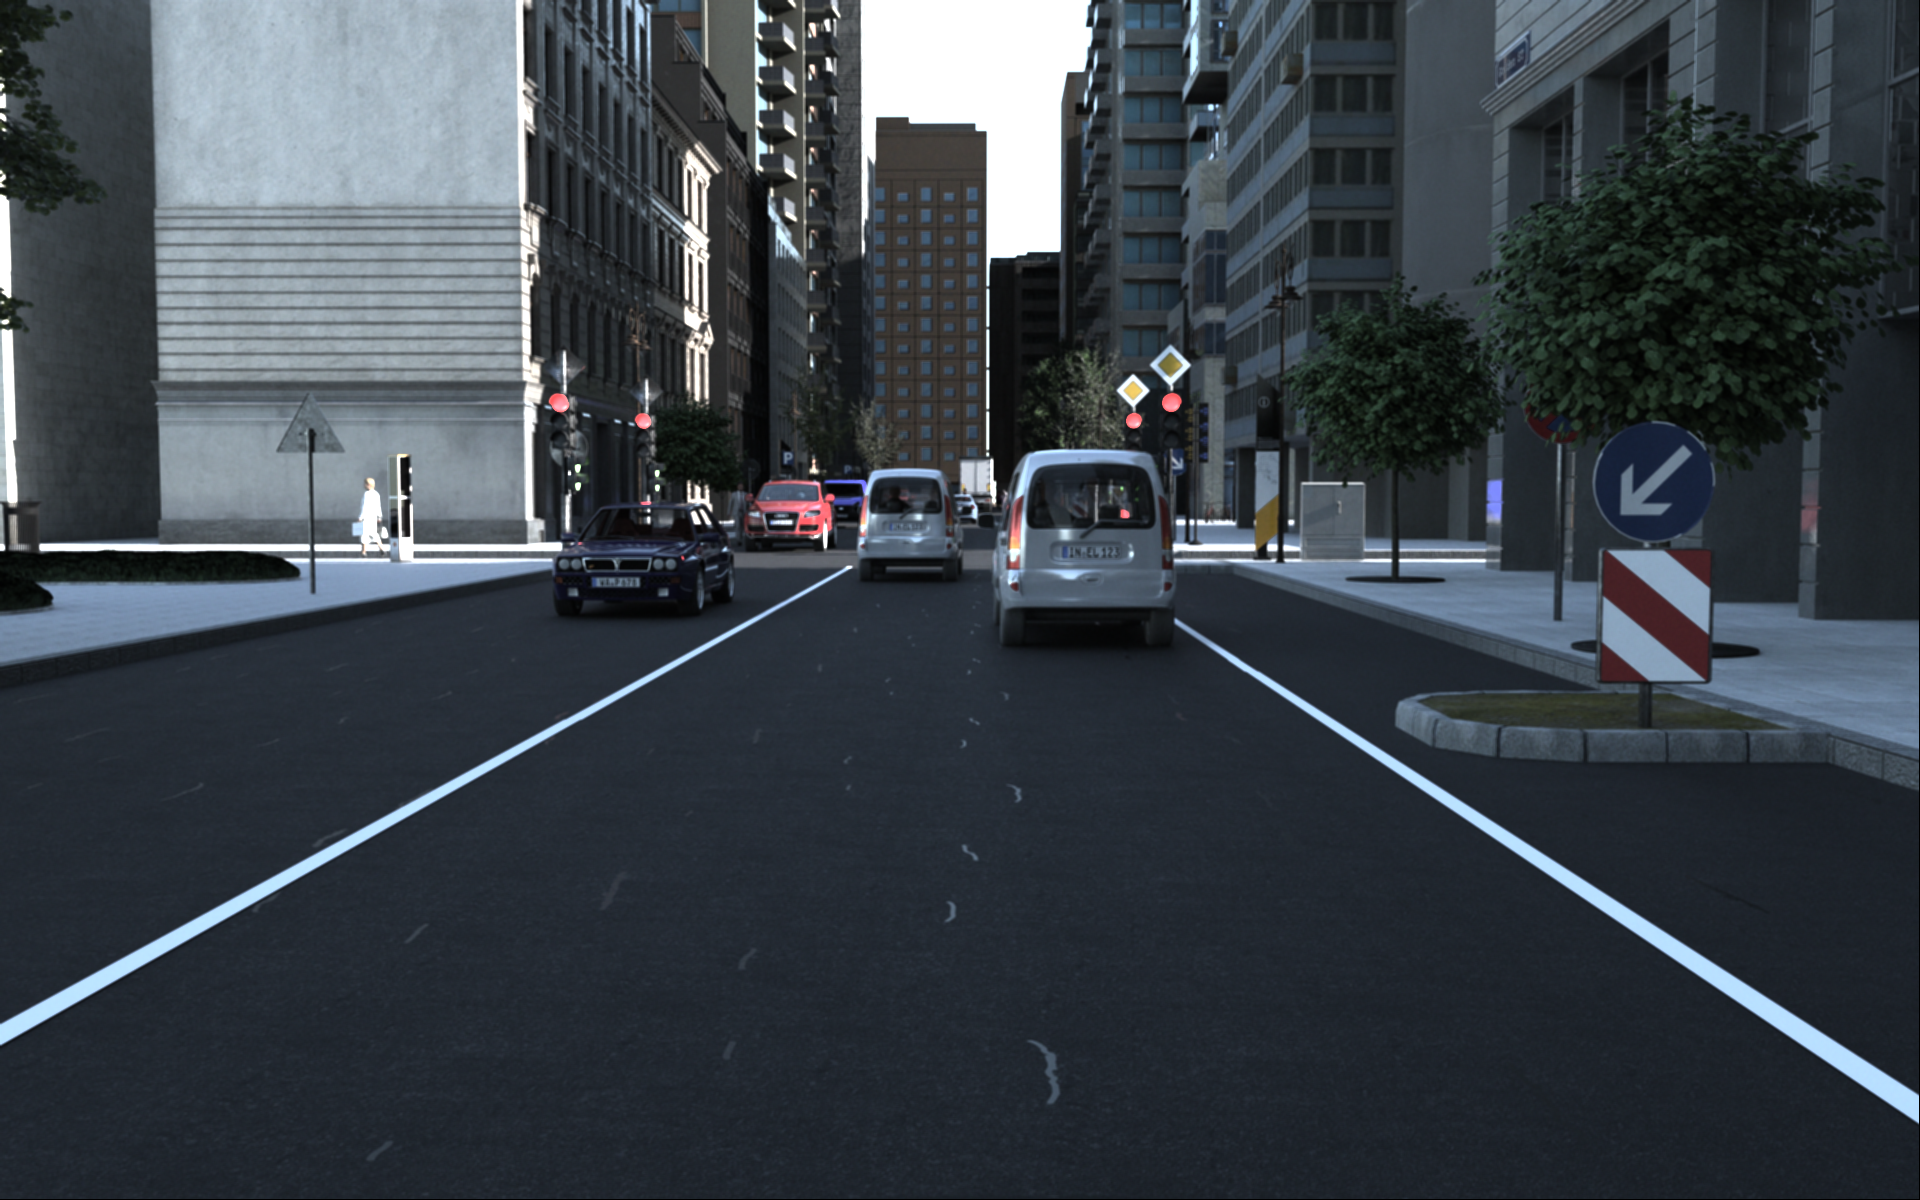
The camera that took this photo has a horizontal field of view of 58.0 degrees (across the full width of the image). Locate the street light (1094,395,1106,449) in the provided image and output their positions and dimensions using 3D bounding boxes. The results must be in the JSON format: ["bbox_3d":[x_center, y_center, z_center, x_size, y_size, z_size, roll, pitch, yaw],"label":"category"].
[{"bbox_3d":[6.518,-6.597,80.646,0.468,5.910,1.993,0,4,1],"label":"street light"}]

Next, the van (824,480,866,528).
[{"bbox_3d":[-4.999,-4.315,74.933,2.240,2.365,5.245,0,4,-1],"label":"van"}]

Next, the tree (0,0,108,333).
[{"bbox_3d":[-9.699,-5.700,11.329,7.486,12.596,7.792,0,3,0],"label":"tree"}]

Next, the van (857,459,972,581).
[{"bbox_3d":[-0.809,-1.401,29.922,2.013,2.044,4.112,0,4,2],"label":"van"}]

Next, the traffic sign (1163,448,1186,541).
[{"bbox_3d":[5.867,-2.885,47.278,0.768,2.556,0.104,0,4,2],"label":"traffic sign"}]

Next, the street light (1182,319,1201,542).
[{"bbox_3d":[6.032,-4.464,45.776,0.468,5.910,1.993,0,4,1],"label":"street light"}]

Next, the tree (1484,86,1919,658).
[{"bbox_3d":[5.860,-1.856,14.067,4.285,4.588,4.351,0,3,0],"label":"tree"}]

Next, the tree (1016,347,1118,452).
[{"bbox_3d":[7.522,-12.005,122.030,9.928,11.665,9.643,0,3,0],"label":"tree"}]

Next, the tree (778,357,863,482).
[{"bbox_3d":[-7.647,-8.741,93.274,4.737,8.622,4.395,0,3,0],"label":"tree"}]

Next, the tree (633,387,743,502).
[{"bbox_3d":[-8.364,-4.262,53.399,4.285,4.588,4.351,0,3,0],"label":"tree"}]

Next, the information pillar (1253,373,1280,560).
[{"bbox_3d":[5.965,-2.583,33.592,0.504,3.616,0.183,0,4,7],"label":"information pillar"}]

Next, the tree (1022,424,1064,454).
[{"bbox_3d":[7.848,-12.992,162.782,4.737,8.622,4.395,0,3,0],"label":"tree"}]

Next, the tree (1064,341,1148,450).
[{"bbox_3d":[6.838,-8.205,84.513,4.360,8.622,3.978,0,3,0],"label":"tree"}]

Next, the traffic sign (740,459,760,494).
[{"bbox_3d":[-7.651,-3.845,62.980,0.768,2.556,0.104,1,4,10],"label":"traffic sign"}]

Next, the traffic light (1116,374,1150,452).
[{"bbox_3d":[4.018,-3.156,40.527,0.839,4.253,0.868,0,4,1],"label":"traffic light"}]

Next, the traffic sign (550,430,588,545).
[{"bbox_3d":[-7.577,-2.044,33.526,0.768,2.556,0.104,0,4,8],"label":"traffic sign"}]

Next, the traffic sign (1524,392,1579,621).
[{"bbox_3d":[6.062,-1.063,17.487,0.768,2.556,0.104,0,4,8],"label":"traffic sign"}]

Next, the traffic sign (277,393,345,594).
[{"bbox_3d":[-8.334,-1.360,22.232,0.884,2.594,0.081,0,4,2],"label":"traffic sign"}]

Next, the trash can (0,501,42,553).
[{"bbox_3d":[-18.103,-1.331,33.414,0.748,1.137,0.748,0,3,0],"label":"trash can"}]

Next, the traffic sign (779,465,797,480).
[{"bbox_3d":[-7.304,-4.498,73.649,0.768,2.556,0.104,0,4,6],"label":"traffic sign"}]

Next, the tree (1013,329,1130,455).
[{"bbox_3d":[6.438,-10.023,98.291,7.601,10.594,8.767,0,4,7],"label":"tree"}]

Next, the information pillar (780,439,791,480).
[{"bbox_3d":[-7.399,-5.010,73.275,0.504,3.616,0.183,-2,4,-24],"label":"information pillar"}]

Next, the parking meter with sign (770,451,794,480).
[{"bbox_3d":[-7.486,-4.605,71.551,0.543,3.016,1.738,-2,4,-32],"label":"parking meter with sign"}]

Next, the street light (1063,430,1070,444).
[{"bbox_3d":[7.051,-8.716,115.290,0.468,5.910,1.993,0,4,1],"label":"street light"}]

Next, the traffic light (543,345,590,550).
[{"bbox_3d":[-7.445,-2.676,32.671,0.839,4.253,0.868,0,4,1],"label":"traffic light"}]

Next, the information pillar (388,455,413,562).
[{"bbox_3d":[-10.530,-1.718,32.588,0.304,2.012,0.304,2,4,34],"label":"information pillar"}]

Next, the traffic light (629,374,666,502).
[{"bbox_3d":[-7.343,-3.164,40.656,0.839,4.253,0.868,0,4,1],"label":"traffic light"}]

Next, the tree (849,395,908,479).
[{"bbox_3d":[-6.495,-10.908,128.711,4.360,8.622,3.978,0,3,0],"label":"tree"}]

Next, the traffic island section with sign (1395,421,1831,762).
[{"bbox_3d":[3.677,-0.096,10.201,1.989,1.847,2.006,0,4,1],"label":"traffic island section with sign"}]

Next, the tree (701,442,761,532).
[{"bbox_3d":[-8.490,-4.282,64.614,1.663,3.219,1.824,0,3,0],"label":"tree"}]

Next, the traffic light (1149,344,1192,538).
[{"bbox_3d":[3.916,-2.668,32.543,0.839,4.253,0.868,0,4,1],"label":"traffic light"}]

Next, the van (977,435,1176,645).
[{"bbox_3d":[1.191,-0.657,17.754,2.013,2.044,4.112,0,4,0],"label":"van"}]

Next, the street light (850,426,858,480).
[{"bbox_3d":[-6.831,-8.490,111.594,0.468,5.910,1.993,0,4,1],"label":"street light"}]

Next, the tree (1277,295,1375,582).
[{"bbox_3d":[6.437,-2.563,25.621,4.285,4.588,4.351,0,3,0],"label":"tree"}]

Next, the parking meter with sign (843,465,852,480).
[{"bbox_3d":[-6.935,-6.635,104.743,0.543,3.016,1.738,-1,4,-14],"label":"parking meter with sign"}]
